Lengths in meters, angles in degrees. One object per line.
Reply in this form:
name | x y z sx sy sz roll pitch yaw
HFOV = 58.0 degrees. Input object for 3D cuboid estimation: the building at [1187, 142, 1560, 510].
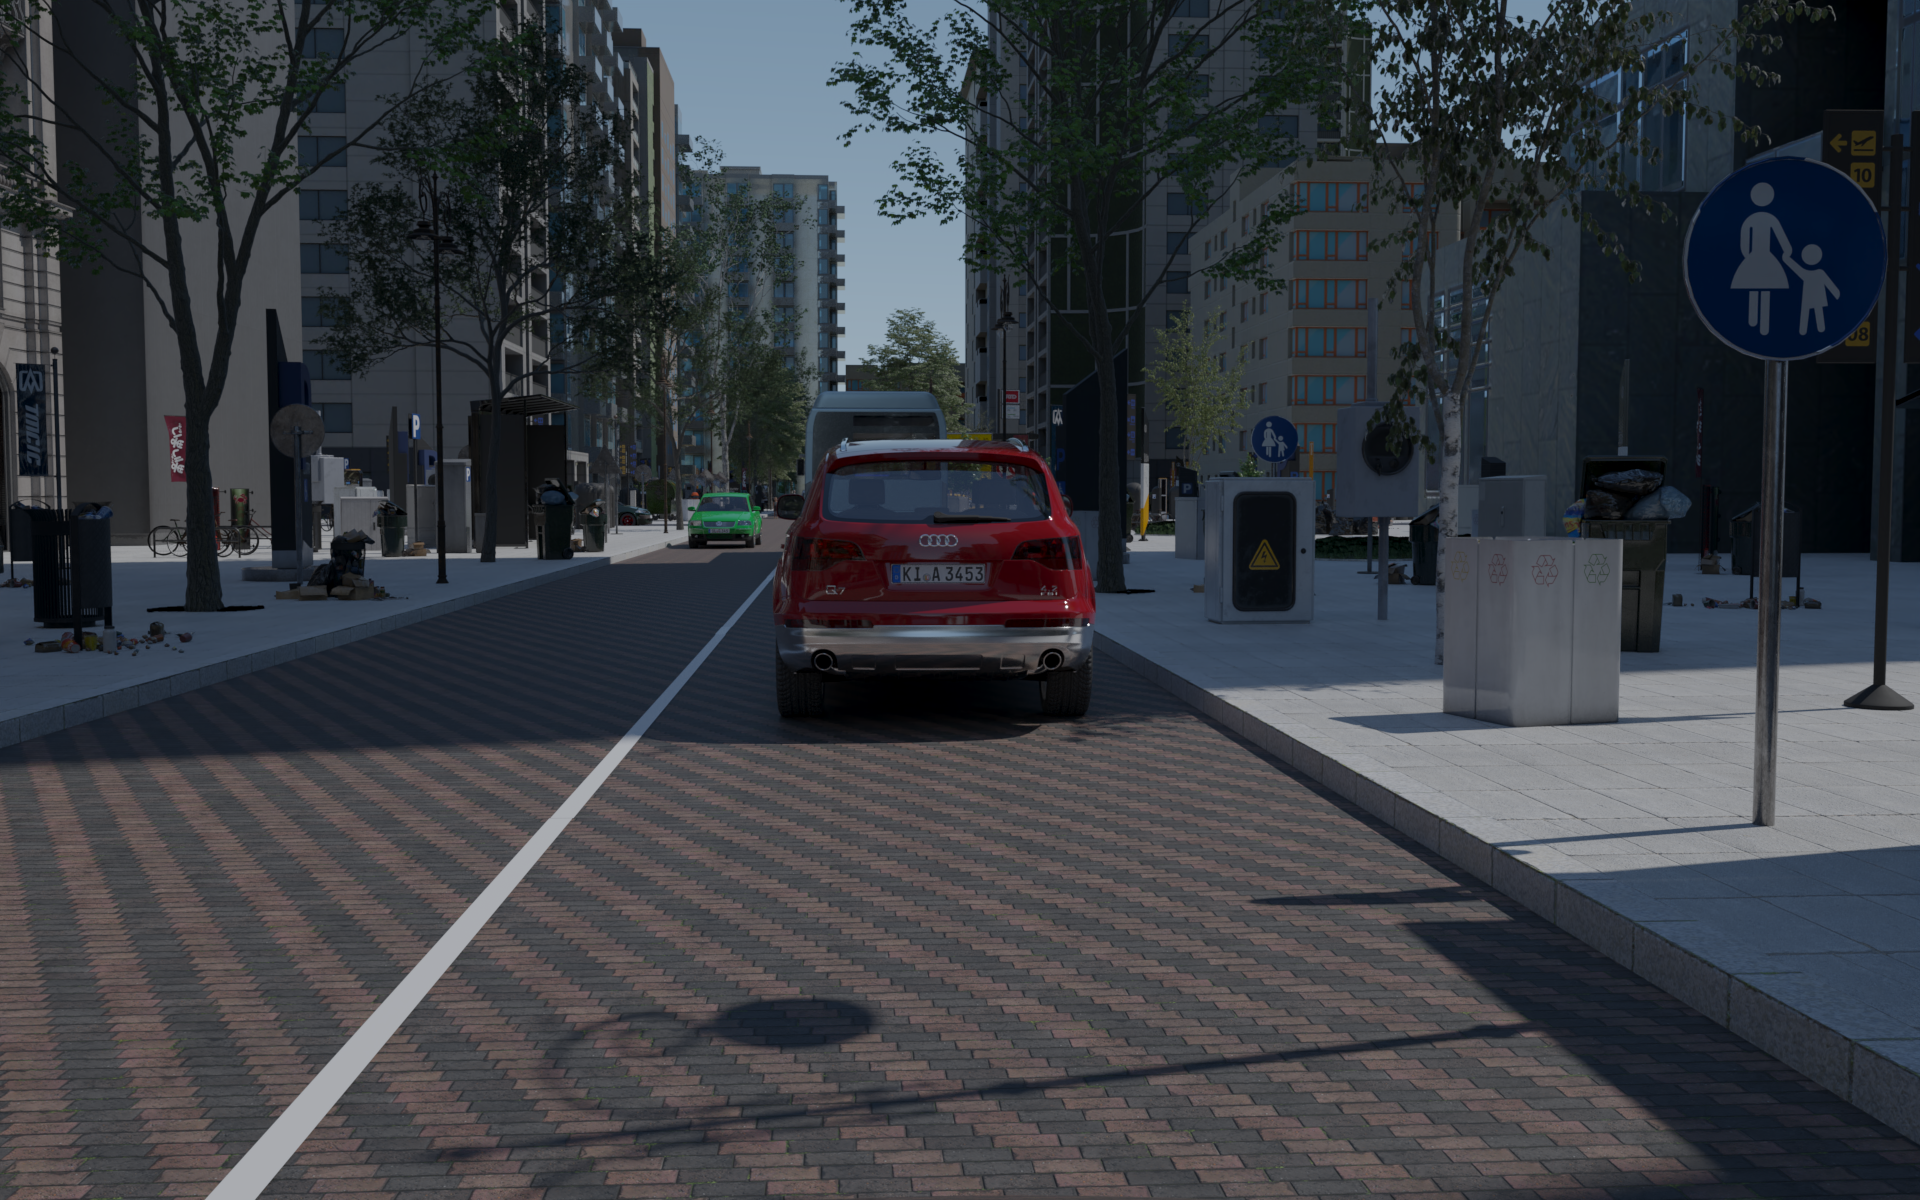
building | 30.816 -15.894 104.914 28.899 21.520 27.650 0 4 -4

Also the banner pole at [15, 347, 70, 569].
banner pole | -15.547 -2.408 29.383 0.401 3.779 0.863 3 5 43

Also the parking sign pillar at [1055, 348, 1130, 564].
parking sign pillar | 2.425 -2.662 31.996 1.447 3.967 1.447 -2 4 -26

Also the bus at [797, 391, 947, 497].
bus | -2.090 -2.616 37.636 2.948 3.499 13.247 0 4 -5

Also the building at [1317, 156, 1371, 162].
building | 41.633 -32.268 211.175 14.086 41.232 14.154 0 4 -4

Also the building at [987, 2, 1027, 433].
building | 13.264 -38.750 175.567 21.231 58.520 28.212 0 4 -4

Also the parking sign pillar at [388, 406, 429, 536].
parking sign pillar | -17.482 -4.001 53.893 1.447 3.967 1.447 -2 4 -24

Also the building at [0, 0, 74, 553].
building | -25.647 -11.353 27.418 13.314 21.916 24.055 0 4 -4

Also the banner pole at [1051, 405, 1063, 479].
banner pole | 2.560 -3.238 42.966 0.863 3.779 0.401 -3 4 -38

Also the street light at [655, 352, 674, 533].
street light | -9.606 -5.113 56.385 0.468 5.910 1.993 0 4 -4

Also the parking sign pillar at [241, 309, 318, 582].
parking sign pillar | -10.022 -2.291 25.927 1.447 3.967 1.447 -1 4 -13

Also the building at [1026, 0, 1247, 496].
building | 14.045 -42.295 129.780 20.563 71.187 20.611 0 4 -4

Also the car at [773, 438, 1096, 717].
car | -0.240 -0.246 12.693 2.281 1.827 5.304 0 4 -3

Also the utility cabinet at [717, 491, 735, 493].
utility cabinet | -16.287 -6.842 120.551 1.173 1.500 0.318 -1 4 -21

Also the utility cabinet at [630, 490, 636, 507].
utility cabinet | -23.745 -7.151 125.596 1.173 1.500 0.318 3 5 43

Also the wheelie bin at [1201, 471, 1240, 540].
wheelie bin | 3.724 -0.984 23.989 0.693 1.594 0.980 -1 4 -11

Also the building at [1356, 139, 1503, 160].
building | 56.772 -34.443 213.253 14.200 45.320 14.600 0 4 -4

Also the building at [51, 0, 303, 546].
building | -32.341 -15.576 48.171 24.014 27.812 14.314 0 4 -4

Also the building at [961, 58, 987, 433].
building | 14.872 -37.583 203.718 28.713 52.752 27.495 0 4 -4

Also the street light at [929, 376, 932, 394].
street light | -1.143 -5.827 68.065 0.468 5.910 1.993 0 4 -4

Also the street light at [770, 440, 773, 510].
street light | -15.307 -10.227 140.002 0.468 5.910 1.993 0 4 -4

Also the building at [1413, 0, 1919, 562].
building | 24.638 -43.891 30.293 22.319 86.520 31.000 0 4 -4

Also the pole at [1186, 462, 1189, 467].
pole | 14.362 -7.058 109.243 0.158 3.312 0.155 0 3 0

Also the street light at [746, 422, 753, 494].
street light | -13.156 -8.281 108.174 0.468 5.910 1.993 0 4 -4

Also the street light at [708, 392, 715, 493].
street light | -10.995 -6.353 76.664 0.468 5.910 1.993 0 4 -4

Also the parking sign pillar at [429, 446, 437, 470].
parking sign pillar | -23.389 -5.366 76.210 1.447 3.967 1.447 1 4 20

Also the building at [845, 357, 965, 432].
building | -2.704 -25.405 260.405 28.899 21.520 27.650 0 4 -4

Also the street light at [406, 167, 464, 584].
street light | -7.430 -3.174 24.683 0.468 5.910 1.993 0 4 -4

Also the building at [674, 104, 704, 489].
building | -46.622 -35.582 201.371 30.456 49.044 23.786 0 4 -4

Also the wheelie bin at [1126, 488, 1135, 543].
wheelie bin | 4.169 -2.304 45.584 0.693 1.594 0.980 -2 4 -27

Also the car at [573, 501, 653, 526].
car | -14.974 -3.822 72.271 4.222 1.686 2.009 0 4 -2

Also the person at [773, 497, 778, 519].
person | -10.592 -5.303 99.877 0.362 1.253 0.373 -1 4 -13

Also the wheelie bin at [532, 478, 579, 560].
wheelie bin | -7.965 -1.591 33.928 0.693 1.594 0.980 -3 4 -36

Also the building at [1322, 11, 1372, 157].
building | 50.687 -50.222 259.376 20.611 71.187 20.563 0 4 -4

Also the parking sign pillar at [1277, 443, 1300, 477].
parking sign pillar | 12.478 -4.728 65.777 1.447 3.967 1.447 -1 4 -9

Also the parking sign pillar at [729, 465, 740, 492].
parking sign pillar | -18.225 -9.157 138.194 1.447 3.967 1.447 -1 4 -18

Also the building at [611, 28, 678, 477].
building | -35.649 -31.857 170.969 14.600 45.320 14.200 0 4 -4

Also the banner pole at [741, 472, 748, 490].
banner pole | -17.356 -9.166 139.887 0.863 3.779 0.401 -3 5 -43

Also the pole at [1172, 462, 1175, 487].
pole | 13.525 -7.099 109.916 0.158 3.312 0.155 0 3 0

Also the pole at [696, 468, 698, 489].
pole | -20.714 -8.732 136.617 0.158 3.312 0.155 0 3 0

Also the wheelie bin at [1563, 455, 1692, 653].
wheelie bin | 5.473 -0.386 14.216 0.980 1.594 0.693 1 4 14

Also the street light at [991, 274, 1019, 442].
street light | 0.939 -3.900 36.549 0.468 5.910 1.993 0 4 -4

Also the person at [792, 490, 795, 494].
person | -14.318 -8.614 149.738 0.661 1.777 0.834 3 5 45

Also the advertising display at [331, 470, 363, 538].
advertising display | -16.600 -2.549 46.894 0.974 1.923 0.123 1 4 18

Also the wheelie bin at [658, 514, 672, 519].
wheelie bin | -15.063 -4.940 88.683 0.980 1.594 0.693 1 4 23

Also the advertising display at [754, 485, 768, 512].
advertising display | -14.345 -7.329 125.050 0.974 1.923 0.123 -1 4 -21

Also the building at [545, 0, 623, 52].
building | -37.639 -31.296 131.300 23.786 49.044 30.456 0 4 -4

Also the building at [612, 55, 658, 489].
building | -35.407 -28.952 156.961 14.154 41.232 14.086 0 4 -4

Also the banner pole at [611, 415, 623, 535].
banner pole | -10.834 -3.962 54.788 0.401 3.779 0.863 -1 4 -22

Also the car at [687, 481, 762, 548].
car | -6.401 -2.359 47.365 1.959 1.807 4.718 0 4 -3

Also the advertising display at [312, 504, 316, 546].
advertising display | -16.212 -2.294 42.721 0.974 1.923 0.123 2 4 31

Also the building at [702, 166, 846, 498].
building | -32.174 -38.894 255.518 30.456 49.044 23.786 0 4 -4

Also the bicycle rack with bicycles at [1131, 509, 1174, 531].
bicycle rack with bicycles | 5.751 -2.753 58.387 2.925 0.926 2.852 0 4 8

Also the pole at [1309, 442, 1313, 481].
pole | 13.681 -4.505 67.507 0.158 3.312 0.155 0 3 0

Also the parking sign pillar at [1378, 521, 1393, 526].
parking sign pillar | 16.704 -4.970 69.725 1.447 3.967 1.447 -2 4 -26

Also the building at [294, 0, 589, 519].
building | -32.316 -40.317 97.437 20.563 71.187 20.611 0 4 -4

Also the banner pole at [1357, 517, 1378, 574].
banner pole | 6.682 -2.326 28.054 0.401 3.779 0.863 1 4 19
